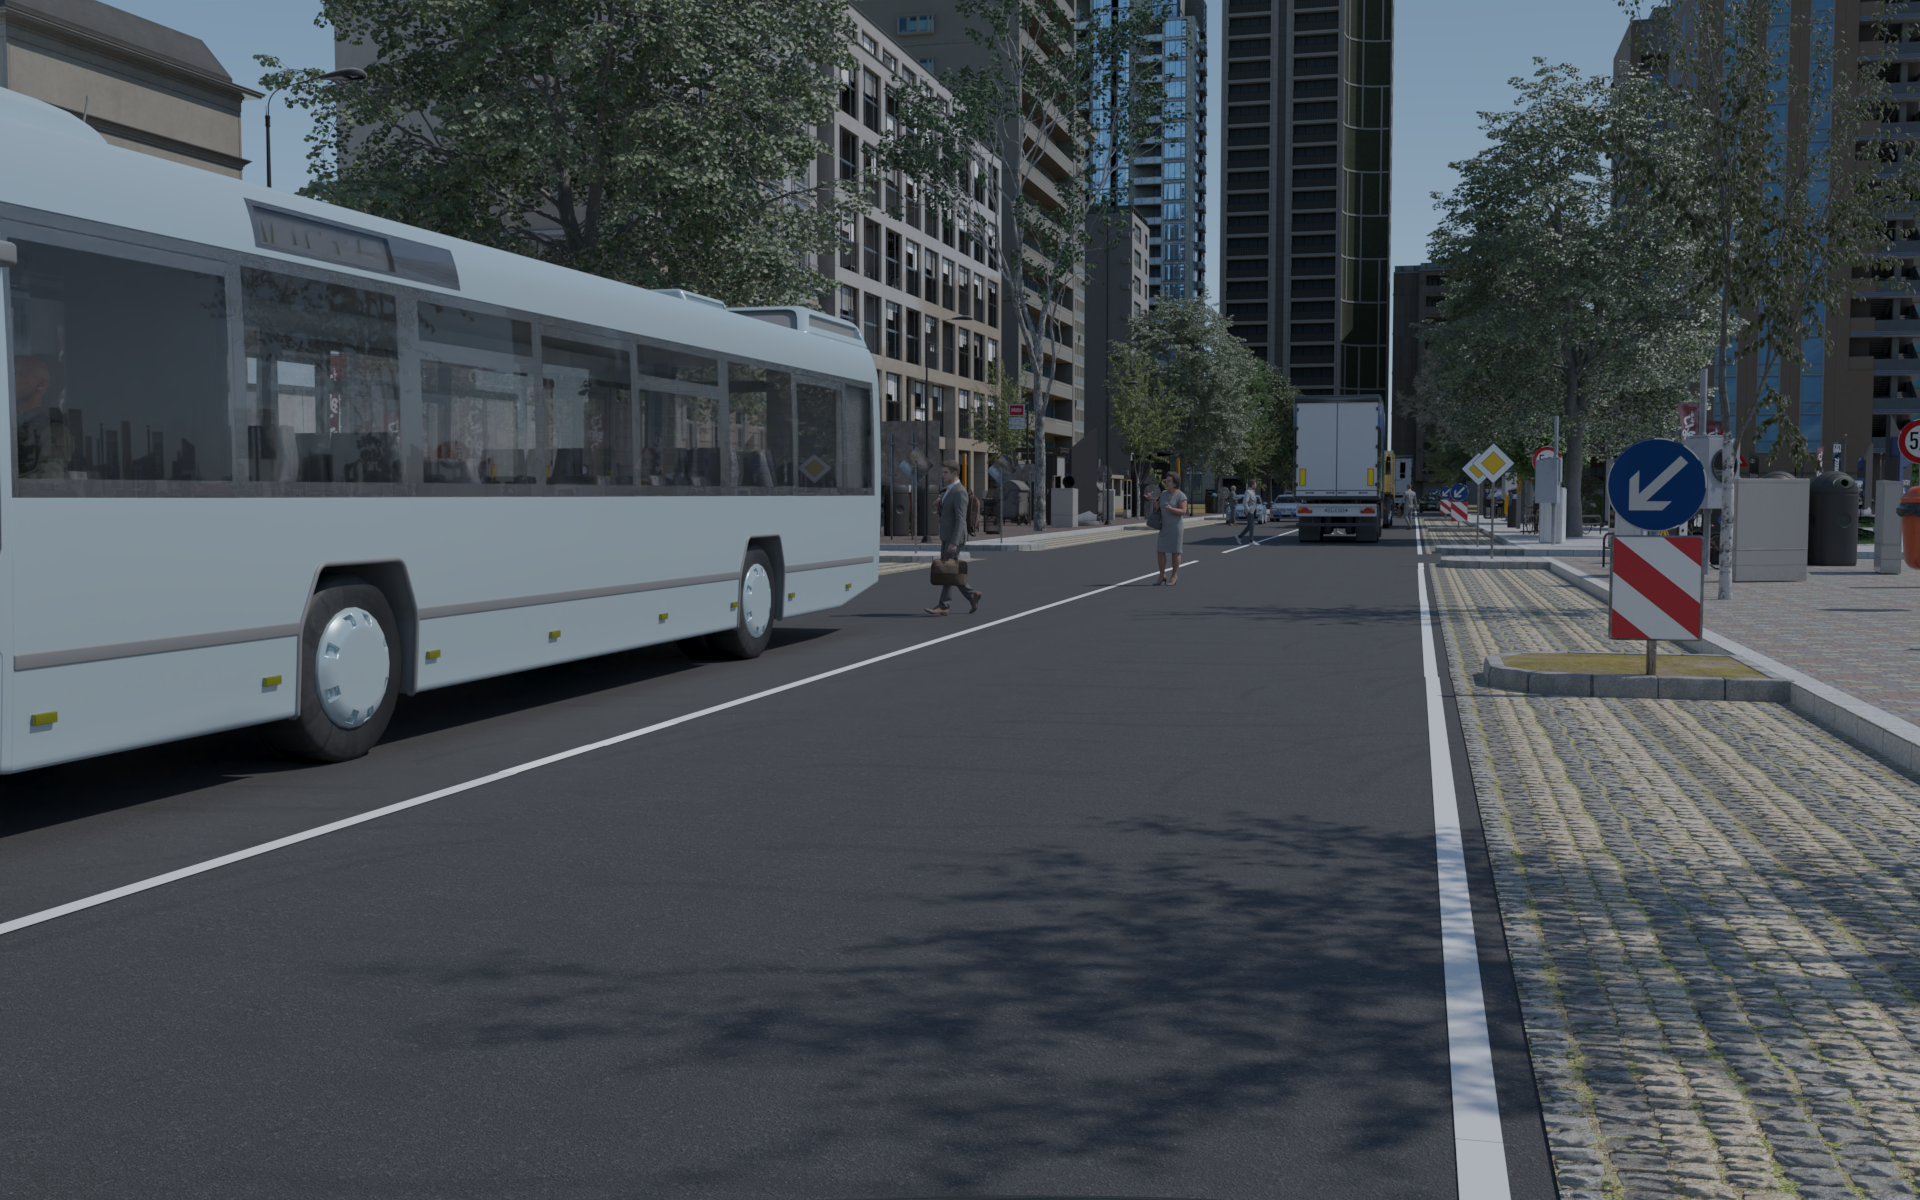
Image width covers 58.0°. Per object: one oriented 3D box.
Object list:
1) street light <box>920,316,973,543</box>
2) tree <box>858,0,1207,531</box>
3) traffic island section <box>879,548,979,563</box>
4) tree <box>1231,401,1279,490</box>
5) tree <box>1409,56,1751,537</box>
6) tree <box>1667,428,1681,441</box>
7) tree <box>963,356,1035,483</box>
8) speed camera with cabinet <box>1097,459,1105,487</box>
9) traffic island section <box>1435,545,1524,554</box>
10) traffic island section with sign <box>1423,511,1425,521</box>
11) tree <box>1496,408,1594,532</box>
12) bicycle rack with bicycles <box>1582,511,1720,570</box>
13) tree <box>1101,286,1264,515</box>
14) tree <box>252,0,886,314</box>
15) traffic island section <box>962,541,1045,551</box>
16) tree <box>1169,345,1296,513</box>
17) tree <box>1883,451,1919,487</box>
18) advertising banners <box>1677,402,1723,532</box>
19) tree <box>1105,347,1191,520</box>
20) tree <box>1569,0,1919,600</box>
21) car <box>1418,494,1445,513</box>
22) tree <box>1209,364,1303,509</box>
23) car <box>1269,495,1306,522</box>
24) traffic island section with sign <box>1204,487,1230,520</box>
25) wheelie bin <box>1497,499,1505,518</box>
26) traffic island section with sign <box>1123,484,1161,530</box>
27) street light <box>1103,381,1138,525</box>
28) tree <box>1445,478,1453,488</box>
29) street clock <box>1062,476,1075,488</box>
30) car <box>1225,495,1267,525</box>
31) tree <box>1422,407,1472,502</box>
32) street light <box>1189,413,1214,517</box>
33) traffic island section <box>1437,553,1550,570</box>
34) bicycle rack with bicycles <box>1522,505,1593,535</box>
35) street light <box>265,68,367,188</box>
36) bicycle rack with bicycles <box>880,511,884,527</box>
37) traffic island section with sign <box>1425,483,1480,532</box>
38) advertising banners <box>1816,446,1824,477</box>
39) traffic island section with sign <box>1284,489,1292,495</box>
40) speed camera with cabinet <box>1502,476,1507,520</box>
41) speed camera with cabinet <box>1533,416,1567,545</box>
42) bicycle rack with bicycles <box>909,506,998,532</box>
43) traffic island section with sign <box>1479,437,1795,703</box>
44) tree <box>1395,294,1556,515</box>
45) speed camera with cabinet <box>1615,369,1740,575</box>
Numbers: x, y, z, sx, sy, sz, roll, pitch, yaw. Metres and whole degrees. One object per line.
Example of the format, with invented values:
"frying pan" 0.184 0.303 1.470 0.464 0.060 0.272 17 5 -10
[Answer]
"street light" -0.349 -4.452 45.336 1.470 5.913 1.316 1 4 15
"tree" 1.350 -12.433 59.168 12.611 20.169 13.585 0 3 0
"traffic island section" -0.973 -0.915 37.246 2.009 0.180 2.903 1 4 15
"tree" 22.570 -11.294 135.026 4.737 8.622 4.395 0 3 0
"tree" 18.391 -8.848 51.328 9.857 13.997 8.962 0 3 0
"tree" 34.917 -6.208 85.212 4.285 4.588 4.351 0 3 0
"tree" 2.427 -8.639 91.611 4.737 8.622 4.395 0 3 0
"speed camera with cabinet" 7.221 -6.375 98.567 2.038 3.252 0.660 2 4 30
"traffic island section" 12.555 -1.204 41.962 2.009 0.180 2.903 1 4 15
"traffic island section with sign" 25.672 -5.095 91.931 1.989 1.847 2.006 1 4 15
"tree" 19.723 -4.584 58.667 4.285 4.588 4.351 0 3 0
"bicycle rack with bicycles" 12.382 -1.000 29.730 2.852 0.926 2.925 -1 4 -13
"tree" 13.595 -12.171 105.649 9.857 13.997 8.962 0 3 0
"tree" -6.088 -7.455 28.547 9.857 13.997 8.962 0 3 0
"traffic island section" 1.052 -1.388 44.971 2.009 0.180 2.903 1 4 15
"tree" 17.756 -11.764 118.098 9.928 11.665 9.643 0 3 0
"tree" 43.557 -5.762 77.919 4.285 4.588 4.351 0 3 0
"advertising banners" 14.572 -2.266 33.236 2.074 3.025 0.090 -1 4 -18
"tree" 9.009 -8.291 85.927 4.737 8.622 4.395 0 3 0
"tree" 9.496 -4.300 20.667 4.360 8.622 3.978 0 3 0
"car" 35.512 -7.382 130.489 2.009 1.686 4.222 1 4 15
"tree" 26.440 -14.274 150.387 9.611 12.733 9.660 0 3 0
"car" 17.213 -4.796 90.412 2.014 1.417 4.499 1 4 16
"traffic island section with sign" 14.454 -5.270 94.791 1.989 1.847 2.006 1 4 15
"wheelie bin" 29.026 -5.184 92.666 0.980 1.594 0.693 0 4 -4
"traffic island section with sign" 7.620 -3.675 68.713 1.989 1.847 2.006 1 4 15
"street light" 6.664 -6.062 71.662 1.470 5.913 1.316 1 4 15
"tree" 52.806 -11.678 185.542 1.663 3.219 1.824 0 3 0
"street clock" 4.279 -3.900 68.330 0.471 2.002 0.358 0 4 -8
"car" 13.757 -4.349 83.111 2.014 1.417 4.499 1 4 13
"tree" 51.172 -15.882 177.789 7.486 12.596 7.792 0 3 0
"street light" 13.804 -7.728 98.887 1.470 5.913 1.316 1 4 15
"traffic island section" 10.530 -0.731 34.237 2.009 0.180 2.903 1 4 15
"bicycle rack with bicycles" 18.933 -2.546 55.012 2.852 0.926 2.925 3 5 43
"street light" -7.140 -2.852 19.174 1.470 5.913 1.316 1 4 15
"bicycle rack with bicycles" -2.993 -3.242 66.389 2.925 0.926 2.852 1 4 12
"traffic island section with sign" 18.819 -3.494 65.755 1.989 1.847 2.006 1 4 15
"advertising banners" 30.938 -4.097 63.168 2.074 3.025 0.090 -2 4 -35
"traffic island section with sign" 27.221 -8.249 143.495 1.989 1.847 2.006 1 4 15
"speed camera with cabinet" 27.393 -5.488 84.067 2.038 3.252 0.660 1 4 10
"speed camera with cabinet" 15.226 -3.077 44.638 0.660 3.252 2.038 2 4 25
"bicycle rack with bicycles" -0.562 -2.798 59.123 2.852 0.926 2.925 -1 4 -16
"traffic island section with sign" 4.987 -0.265 12.967 1.989 1.847 2.006 1 4 15
"tree" 31.523 -11.879 104.597 12.009 13.543 11.850 0 3 0
"speed camera with cabinet" 11.191 -1.997 26.985 2.038 3.252 0.660 -2 4 -24
